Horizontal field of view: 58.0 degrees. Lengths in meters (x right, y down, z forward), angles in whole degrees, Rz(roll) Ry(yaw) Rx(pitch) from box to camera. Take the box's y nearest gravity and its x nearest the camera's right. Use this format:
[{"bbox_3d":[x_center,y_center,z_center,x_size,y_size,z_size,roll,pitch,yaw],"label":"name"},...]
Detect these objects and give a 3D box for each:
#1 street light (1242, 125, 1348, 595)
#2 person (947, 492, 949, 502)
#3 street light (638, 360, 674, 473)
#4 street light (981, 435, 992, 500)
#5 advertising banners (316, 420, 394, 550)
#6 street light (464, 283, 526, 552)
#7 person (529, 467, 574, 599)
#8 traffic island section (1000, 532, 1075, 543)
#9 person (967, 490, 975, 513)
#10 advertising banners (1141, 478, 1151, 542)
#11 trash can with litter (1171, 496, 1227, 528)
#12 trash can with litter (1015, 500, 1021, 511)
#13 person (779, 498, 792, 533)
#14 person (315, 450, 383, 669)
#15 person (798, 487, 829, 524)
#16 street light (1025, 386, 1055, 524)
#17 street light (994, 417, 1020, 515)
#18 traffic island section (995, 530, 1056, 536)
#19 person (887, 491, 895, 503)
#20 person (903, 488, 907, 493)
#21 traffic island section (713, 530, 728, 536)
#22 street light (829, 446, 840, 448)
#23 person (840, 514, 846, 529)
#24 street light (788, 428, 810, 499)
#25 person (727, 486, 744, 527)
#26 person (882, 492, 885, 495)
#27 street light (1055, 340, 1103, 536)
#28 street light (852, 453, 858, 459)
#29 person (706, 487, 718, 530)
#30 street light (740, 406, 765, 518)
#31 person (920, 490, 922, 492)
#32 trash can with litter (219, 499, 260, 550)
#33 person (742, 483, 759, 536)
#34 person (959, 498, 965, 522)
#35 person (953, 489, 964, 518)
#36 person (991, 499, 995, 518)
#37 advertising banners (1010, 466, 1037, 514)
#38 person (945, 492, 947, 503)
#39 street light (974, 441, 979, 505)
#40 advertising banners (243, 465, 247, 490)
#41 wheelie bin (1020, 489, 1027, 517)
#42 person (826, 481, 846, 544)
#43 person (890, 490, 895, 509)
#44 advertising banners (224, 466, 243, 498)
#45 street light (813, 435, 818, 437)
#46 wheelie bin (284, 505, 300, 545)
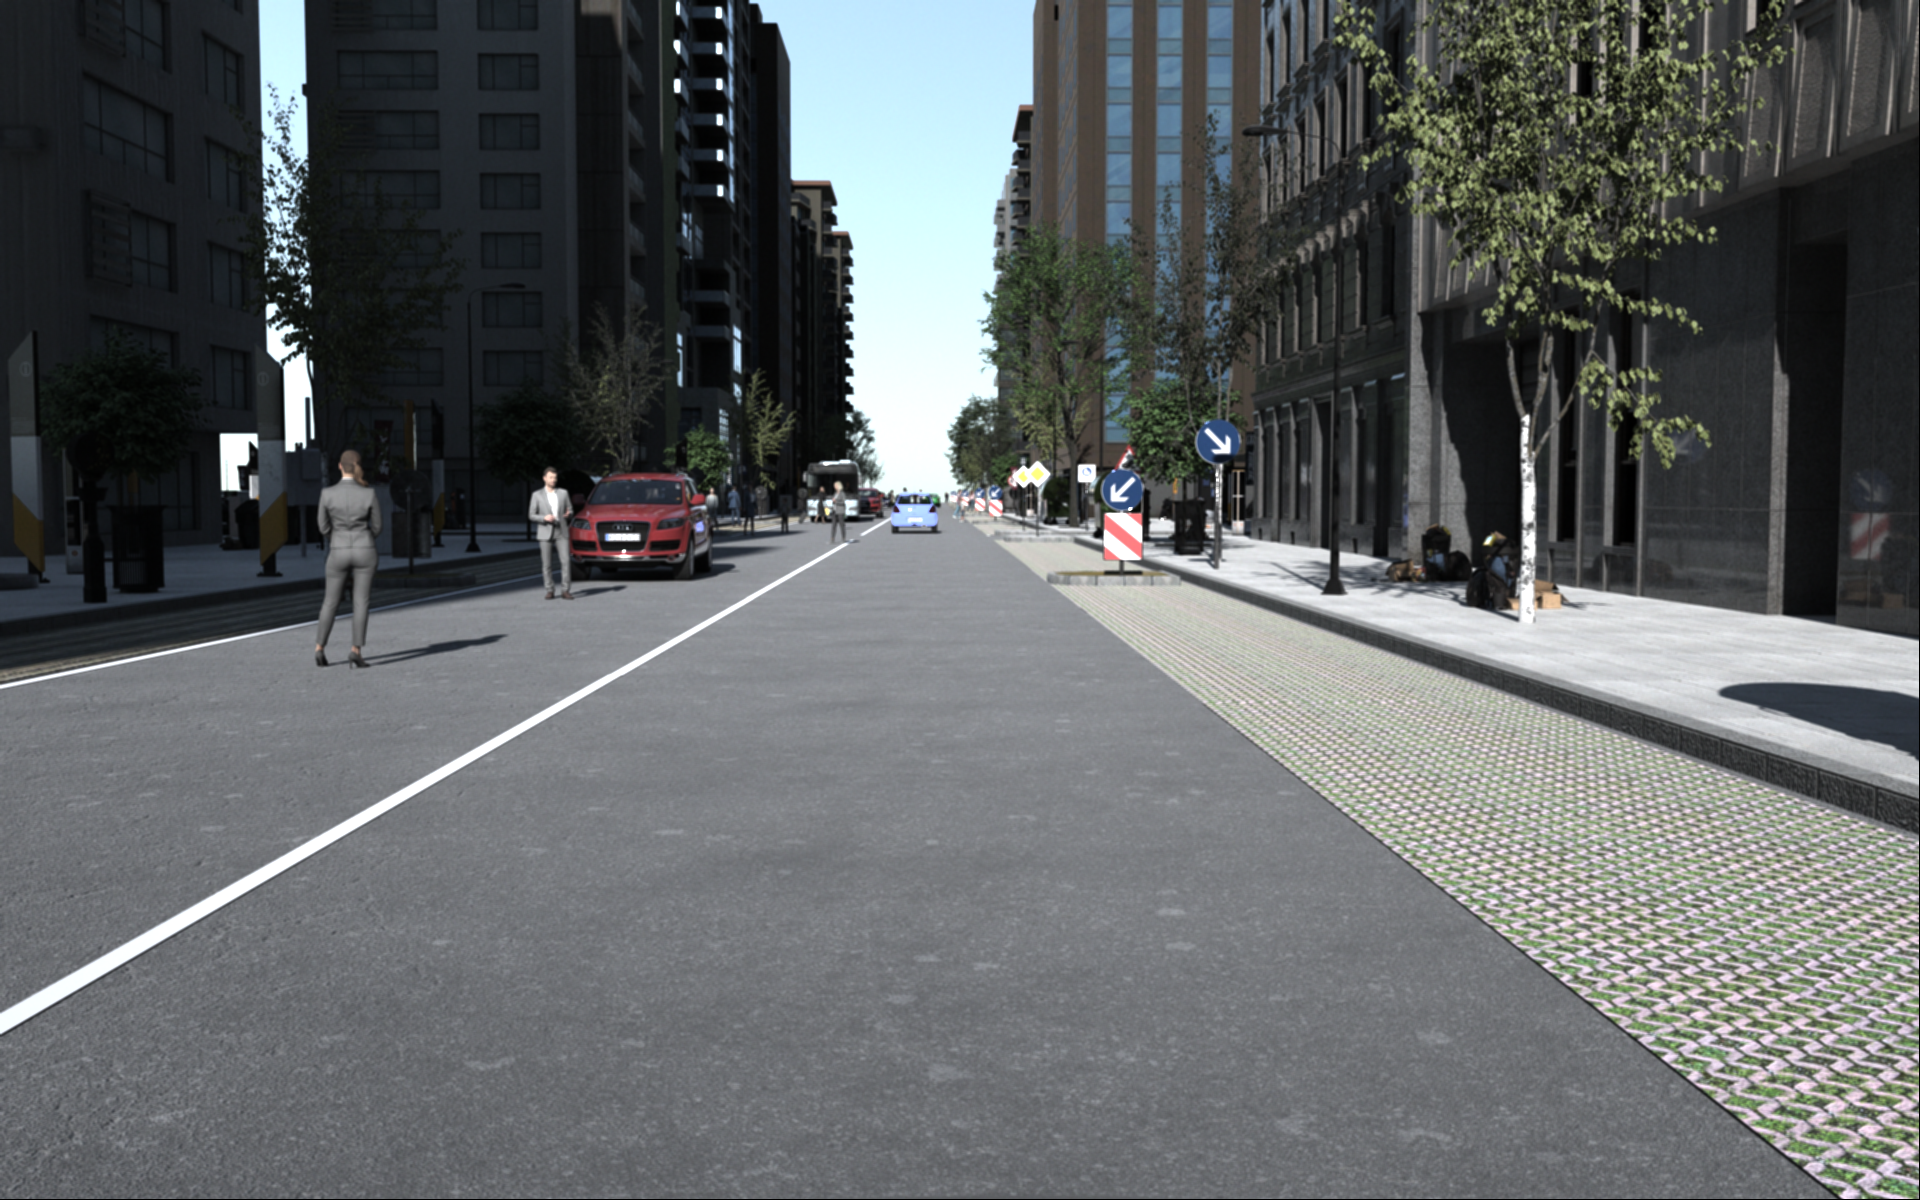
[{"bbox_3d":[4.252,-3.025,21.993,1.470,5.913,1.316,0,4,-1],"label":"street light"},{"bbox_3d":[-2.140,-17.433,294.450,0.530,1.710,0.541,-2,4,-29],"label":"person"},{"bbox_3d":[-10.605,-5.361,60.189,1.470,5.913,1.316,0,4,-1],"label":"street light"},{"bbox_3d":[2.496,-9.969,135.531,1.470,5.913,1.316,0,4,-1],"label":"street light"},{"bbox_3d":[-14.055,-2.700,40.328,0.090,3.025,2.074,3,4,37],"label":"advertising banners"},{"bbox_3d":[-10.241,-4.015,38.181,1.470,5.913,1.316,0,4,-1],"label":"street light"},{"bbox_3d":[-5.525,-0.910,23.573,0.606,1.804,0.583,-2,4,-30],"label":"person"},{"bbox_3d":[2.364,-1.848,52.501,2.009,0.180,2.903,0,4,-1],"label":"traffic island section"},{"bbox_3d":[0.764,-7.230,127.296,0.593,1.750,0.643,-1,4,-22],"label":"person"},{"bbox_3d":[5.009,-3.099,46.862,0.090,3.025,2.074,1,4,13],"label":"advertising banners"},{"bbox_3d":[8.973,-3.357,65.939,1.678,1.210,2.233,-2,4,-34],"label":"trash can with litter"},{"bbox_3d":[4.615,-7.373,131.930,0.624,1.170,1.055,-3,4,-37],"label":"trash can with litter"},{"bbox_3d":[-6.434,-3.123,63.836,0.475,1.303,0.640,0,4,3],"label":"person"},{"bbox_3d":[-5.058,-0.339,14.320,0.520,1.790,0.573,-2,4,-29],"label":"person"},{"bbox_3d":[-7.110,-4.615,84.171,1.509,1.804,0.699,-1,4,-13],"label":"person"},{"bbox_3d":[3.471,-6.176,73.511,1.470,5.913,1.316,0,4,-1],"label":"street light"},{"bbox_3d":[2.975,-8.095,104.901,1.470,5.913,1.316,0,4,-1],"label":"street light"},{"bbox_3d":[2.242,-2.337,60.486,2.009,0.180,2.903,0,4,-1],"label":"traffic island section"},{"bbox_3d":[-9.877,-14.387,243.804,1.350,1.814,0.705,0,4,-6],"label":"person"},{"bbox_3d":[-3.043,-5.451,97.811,0.721,1.800,0.419,-1,4,-13],"label":"person"},{"bbox_3d":[-9.198,-2.326,60.317,2.009,0.180,2.903,0,4,-1],"label":"traffic island section"},{"bbox_3d":[-12.270,-11.901,167.114,1.470,5.913,1.316,0,4,-1],"label":"street light"},{"bbox_3d":[-4.800,-3.564,71.016,0.306,1.304,0.590,1,4,16],"label":"person"},{"bbox_3d":[-11.538,-9.140,121.984,1.470,5.913,1.316,0,4,-1],"label":"street light"},{"bbox_3d":[-9.735,-4.055,74.982,0.721,1.800,0.419,1,4,17],"label":"person"},{"bbox_3d":[-11.814,-15.791,266.819,1.348,1.807,0.705,0,4,3],"label":"person"},{"bbox_3d":[3.735,-4.884,52.395,1.470,5.913,1.316,0,4,-1],"label":"street light"},{"bbox_3d":[-12.718,-13.791,198.016,1.470,5.913,1.316,0,4,-1],"label":"street light"},{"bbox_3d":[-9.307,-3.399,65.071,0.512,1.701,0.522,0,4,-1],"label":"person"},{"bbox_3d":[-11.023,-7.288,91.706,1.470,5.913,1.316,0,4,-1],"label":"street light"},{"bbox_3d":[-3.472,-9.056,156.437,0.599,1.838,0.709,0,4,1],"label":"person"},{"bbox_3d":[-16.481,-1.740,39.831,0.624,1.170,1.055,1,4,19],"label":"trash can with litter"},{"bbox_3d":[-7.231,-3.125,59.620,0.581,1.822,0.654,-1,4,-23],"label":"person"},{"bbox_3d":[0.108,-4.593,88.273,0.352,1.250,0.332,1,4,21],"label":"person"},{"bbox_3d":[-0.097,-5.712,102.727,0.643,1.720,0.563,0,4,6],"label":"person"},{"bbox_3d":[1.987,-5.595,104.643,0.373,1.253,0.362,-2,4,-35],"label":"person"},{"bbox_3d":[4.201,-6.942,109.697,2.074,3.025,0.090,0,4,6],"label":"advertising banners"},{"bbox_3d":[-2.187,-16.695,282.288,0.721,1.723,1.217,2,4,25],"label":"person"},{"bbox_3d":[2.206,-10.923,151.129,1.470,5.913,1.316,0,4,-1],"label":"street light"},{"bbox_3d":[-42.893,-6.684,105.477,2.074,3.025,0.090,-1,4,-16],"label":"advertising banners"},{"bbox_3d":[3.709,-5.412,96.400,0.693,1.594,0.980,0,4,4],"label":"wheelie bin"},{"bbox_3d":[-3.518,-2.514,49.780,0.526,1.800,0.537,-3,4,-36],"label":"person"},{"bbox_3d":[-6.430,-9.559,164.789,0.705,1.824,1.348,-1,4,-14],"label":"person"},{"bbox_3d":[-27.771,-4.152,64.067,2.074,3.025,0.090,-1,4,-19],"label":"advertising banners"},{"bbox_3d":[-11.849,-10.034,136.599,1.470,5.913,1.316,0,4,-1],"label":"street light"},{"bbox_3d":[-17.048,-2.178,43.521,0.980,1.594,0.693,-2,4,-35],"label":"wheelie bin"}]
